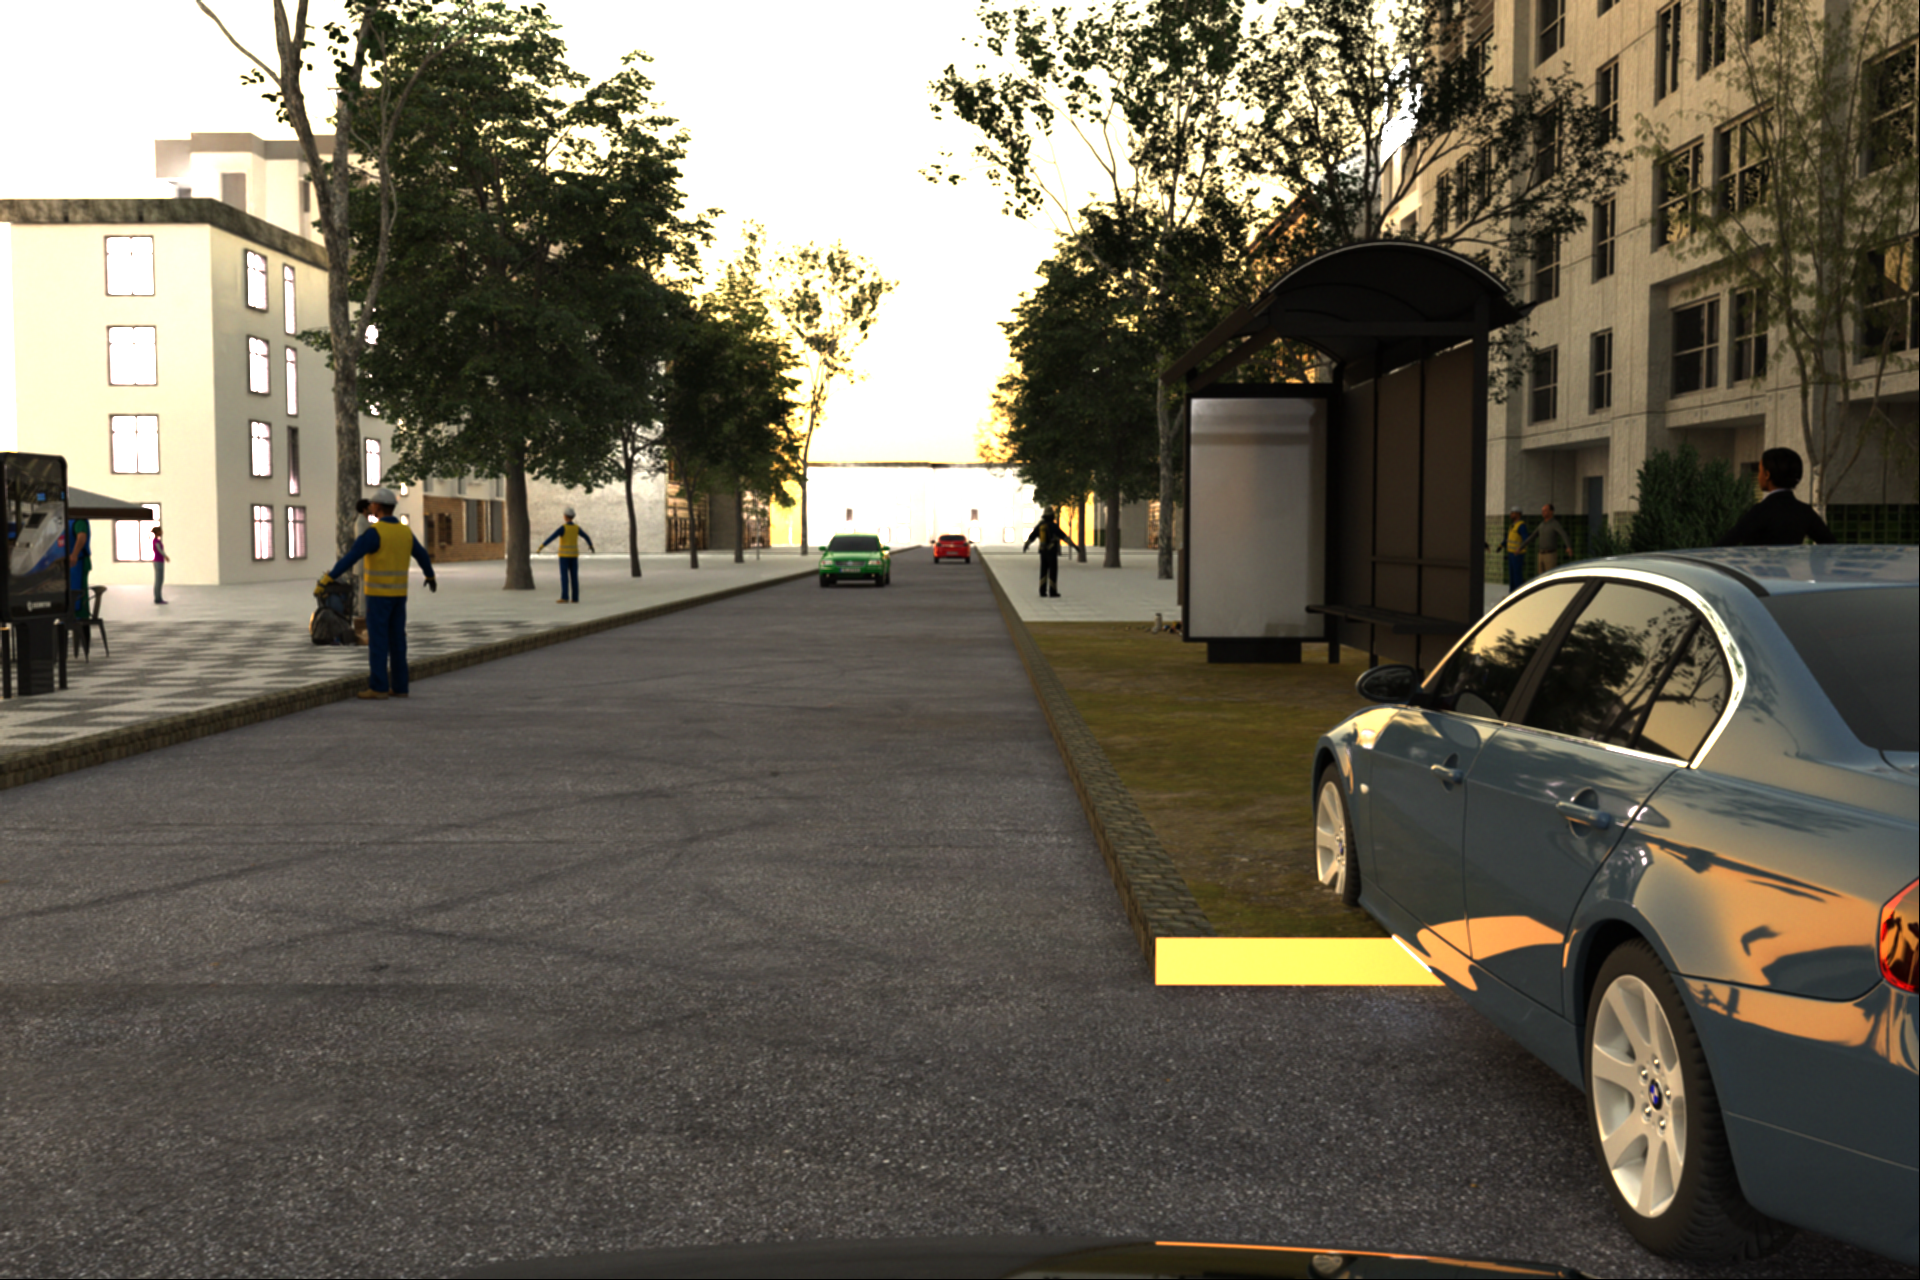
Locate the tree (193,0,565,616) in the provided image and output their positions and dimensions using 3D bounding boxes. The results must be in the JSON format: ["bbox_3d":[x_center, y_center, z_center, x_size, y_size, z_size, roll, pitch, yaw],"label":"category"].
[{"bbox_3d":[-10.509,-10.376,25.531,12.611,20.169,13.585,0,3,0],"label":"tree"}]

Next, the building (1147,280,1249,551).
[{"bbox_3d":[25.249,-18.780,137.983,19.493,23.208,18.063,0,4,0],"label":"building"}]

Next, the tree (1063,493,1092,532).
[{"bbox_3d":[14.093,-15.328,200.974,4.360,8.622,3.978,0,3,0],"label":"tree"}]

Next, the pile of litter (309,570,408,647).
[{"bbox_3d":[-7.156,-0.404,20.577,1.176,0.858,1.719,0,4,1],"label":"pile of litter"}]

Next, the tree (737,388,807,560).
[{"bbox_3d":[-10.234,-8.265,85.498,4.360,8.622,3.978,0,3,0],"label":"tree"}]

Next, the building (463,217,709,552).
[{"bbox_3d":[-29.545,-18.238,129.119,19.493,23.208,18.063,0,4,1],"label":"building"}]

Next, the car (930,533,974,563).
[{"bbox_3d":[-0.396,-4.715,86.135,2.155,1.783,4.494,0,4,0],"label":"car"}]

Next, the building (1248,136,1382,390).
[{"bbox_3d":[24.747,-15.474,83.921,19.493,23.208,18.063,0,3,0],"label":"building"}]

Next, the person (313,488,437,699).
[{"bbox_3d":[-5.037,-0.410,15.136,0.705,1.833,1.349,2,4,28],"label":"person"}]

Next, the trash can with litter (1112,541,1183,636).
[{"bbox_3d":[2.903,-0.698,22.476,1.678,1.210,2.233,0,4,-1],"label":"trash can with litter"}]

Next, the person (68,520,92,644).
[{"bbox_3d":[-10.392,-0.868,20.317,0.704,1.817,1.347,-2,4,-31],"label":"person"}]

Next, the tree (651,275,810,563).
[{"bbox_3d":[-10.185,-9.683,76.443,7.486,12.596,7.792,0,3,0],"label":"tree"}]

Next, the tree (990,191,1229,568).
[{"bbox_3d":[5.922,-9.747,66.014,9.857,13.997,8.962,0,3,0],"label":"tree"}]

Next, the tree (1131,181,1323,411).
[{"bbox_3d":[5.658,-5.254,36.259,4.737,8.622,4.395,0,3,0],"label":"tree"}]

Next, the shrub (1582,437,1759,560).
[{"bbox_3d":[5.512,-0.538,13.208,1.690,2.028,1.600,0,3,0],"label":"shrub"}]

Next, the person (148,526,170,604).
[{"bbox_3d":[-14.702,-1.385,31.911,0.599,1.433,0.991,-2,4,-34],"label":"person"}]

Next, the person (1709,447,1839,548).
[{"bbox_3d":[4.296,-0.157,9.294,1.216,1.740,0.721,-1,4,-20],"label":"person"}]

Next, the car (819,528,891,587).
[{"bbox_3d":[-2.899,-2.408,48.175,1.959,1.807,4.718,0,4,0],"label":"car"}]

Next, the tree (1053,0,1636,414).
[{"bbox_3d":[5.677,-5.667,27.066,8.767,10.594,7.601,0,4,-4],"label":"tree"}]

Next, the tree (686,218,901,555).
[{"bbox_3d":[-10.306,-15.209,104.564,12.611,20.169,13.585,0,3,0],"label":"tree"}]

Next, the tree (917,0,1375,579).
[{"bbox_3d":[4.909,-11.738,47.807,12.611,20.169,13.585,0,3,0],"label":"tree"}]

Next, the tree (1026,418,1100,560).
[{"bbox_3d":[5.352,-8.298,86.039,4.737,8.622,4.395,0,3,0],"label":"tree"}]

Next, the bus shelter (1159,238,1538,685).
[{"bbox_3d":[2.971,-1.269,14.665,2.014,3.302,5.546,0,4,1],"label":"bus shelter"}]

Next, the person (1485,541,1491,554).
[{"bbox_3d":[9.626,-1.676,33.595,1.347,1.806,0.705,0,4,4],"label":"person"}]

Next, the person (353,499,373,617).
[{"bbox_3d":[-8.893,-1.212,26.003,0.705,1.806,1.347,-1,4,-14],"label":"person"}]

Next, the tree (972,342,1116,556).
[{"bbox_3d":[5.759,-11.691,101.509,12.009,13.543,11.850,0,3,0],"label":"tree"}]

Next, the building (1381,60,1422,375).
[{"bbox_3d":[22.229,-13.034,69.522,16.016,20.090,11.380,0,3,0],"label":"building"}]

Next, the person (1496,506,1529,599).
[{"bbox_3d":[10.819,-1.702,33.792,0.705,1.833,1.349,0,4,-4],"label":"person"}]

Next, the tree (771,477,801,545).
[{"bbox_3d":[-20.223,-15.501,203.799,4.737,8.622,4.395,0,3,0],"label":"tree"}]

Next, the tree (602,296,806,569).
[{"bbox_3d":[-9.967,-7.960,64.562,8.767,10.594,7.601,-1,4,-17],"label":"tree"}]

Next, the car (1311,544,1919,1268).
[{"bbox_3d":[2.200,0.445,4.720,2.014,1.417,4.499,0,4,-1],"label":"car"}]

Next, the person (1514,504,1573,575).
[{"bbox_3d":[10.114,-1.444,29.877,0.705,1.796,1.348,-2,4,-24],"label":"person"}]

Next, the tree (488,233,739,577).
[{"bbox_3d":[-10.050,-7.175,51.723,7.601,10.594,8.767,0,4,5],"label":"tree"}]

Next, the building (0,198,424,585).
[{"bbox_3d":[-23.004,-7.055,57.505,9.099,9.664,28.070,0,4,1],"label":"building"}]

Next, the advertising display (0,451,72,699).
[{"bbox_3d":[-7.433,-0.530,13.878,0.123,1.923,0.974,0,4,0],"label":"advertising display"}]

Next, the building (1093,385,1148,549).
[{"bbox_3d":[22.525,-18.431,167.810,16.747,18.905,31.486,0,4,0],"label":"building"}]

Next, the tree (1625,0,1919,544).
[{"bbox_3d":[9.854,-4.231,19.543,4.360,8.622,3.978,0,3,0],"label":"tree"}]

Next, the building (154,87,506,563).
[{"bbox_3d":[-28.049,-13.359,74.839,16.016,20.090,11.380,0,4,0],"label":"building"}]

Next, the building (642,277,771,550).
[{"bbox_3d":[-26.785,-19.479,149.405,19.493,23.208,18.063,0,4,1],"label":"building"}]

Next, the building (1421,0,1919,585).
[{"bbox_3d":[22.150,-10.372,36.047,16.747,18.905,31.486,0,3,0],"label":"building"}]

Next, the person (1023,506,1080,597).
[{"bbox_3d":[1.830,-1.813,35.414,1.354,1.856,0.705,2,4,35],"label":"person"}]

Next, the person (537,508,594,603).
[{"bbox_3d":[-7.338,-1.581,32.321,1.216,1.772,0.721,-3,5,-45],"label":"person"}]

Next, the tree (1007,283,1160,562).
[{"bbox_3d":[5.750,-9.758,77.668,7.486,12.596,7.792,0,3,0],"label":"tree"}]

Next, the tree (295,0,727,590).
[{"bbox_3d":[-10.226,-8.135,39.661,9.857,13.997,8.962,0,3,0],"label":"tree"}]

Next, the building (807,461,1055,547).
[{"bbox_3d":[-3.180,-15.669,200.789,28.070,9.664,9.099,0,4,7],"label":"building"}]
